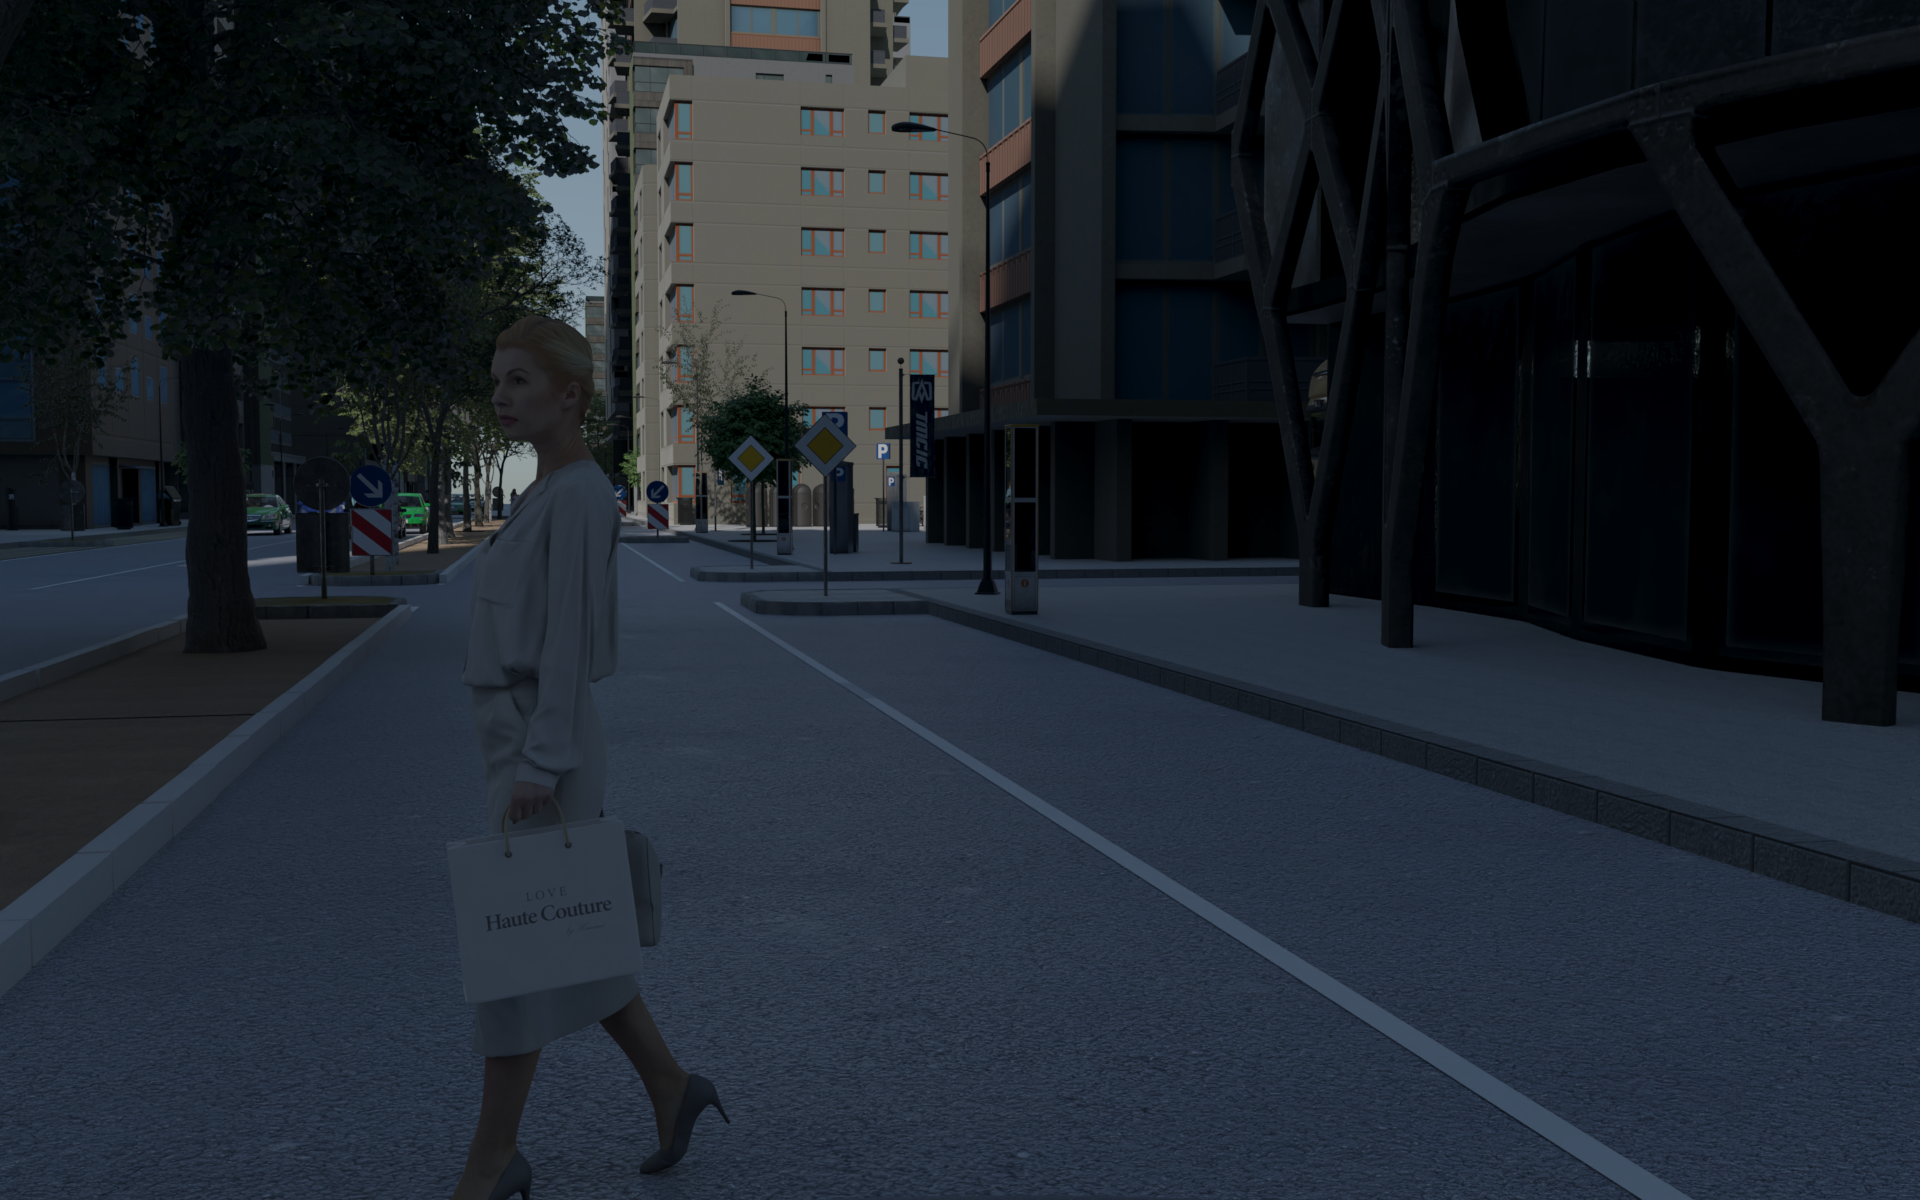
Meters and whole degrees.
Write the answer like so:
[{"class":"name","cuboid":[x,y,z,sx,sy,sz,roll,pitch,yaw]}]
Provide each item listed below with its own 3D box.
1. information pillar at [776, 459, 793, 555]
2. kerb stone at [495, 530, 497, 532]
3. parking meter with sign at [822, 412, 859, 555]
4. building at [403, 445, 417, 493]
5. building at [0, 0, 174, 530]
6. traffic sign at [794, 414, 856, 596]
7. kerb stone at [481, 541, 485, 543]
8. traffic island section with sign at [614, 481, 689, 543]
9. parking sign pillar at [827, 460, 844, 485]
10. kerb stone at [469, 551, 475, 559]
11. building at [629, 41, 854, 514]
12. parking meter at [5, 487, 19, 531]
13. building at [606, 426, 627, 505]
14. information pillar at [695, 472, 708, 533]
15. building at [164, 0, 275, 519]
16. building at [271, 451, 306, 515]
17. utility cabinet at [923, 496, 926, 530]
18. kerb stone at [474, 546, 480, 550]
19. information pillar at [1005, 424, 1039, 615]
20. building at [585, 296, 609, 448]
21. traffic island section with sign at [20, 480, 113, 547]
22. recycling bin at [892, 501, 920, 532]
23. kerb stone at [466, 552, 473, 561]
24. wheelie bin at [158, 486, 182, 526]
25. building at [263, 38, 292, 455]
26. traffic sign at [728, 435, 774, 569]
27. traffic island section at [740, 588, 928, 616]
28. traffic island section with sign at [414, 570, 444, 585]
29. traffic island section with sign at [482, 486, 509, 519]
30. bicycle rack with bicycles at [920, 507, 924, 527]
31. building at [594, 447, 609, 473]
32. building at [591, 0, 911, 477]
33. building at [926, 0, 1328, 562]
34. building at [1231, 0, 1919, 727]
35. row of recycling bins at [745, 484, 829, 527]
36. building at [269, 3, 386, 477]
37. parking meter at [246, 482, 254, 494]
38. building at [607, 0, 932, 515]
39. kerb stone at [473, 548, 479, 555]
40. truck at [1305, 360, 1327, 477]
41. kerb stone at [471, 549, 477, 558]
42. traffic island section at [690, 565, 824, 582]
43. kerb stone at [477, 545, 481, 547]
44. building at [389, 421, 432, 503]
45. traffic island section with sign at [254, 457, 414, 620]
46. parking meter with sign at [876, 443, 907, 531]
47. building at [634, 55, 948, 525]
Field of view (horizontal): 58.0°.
[{"class":"information pillar","cuboid":[-3.697,-1.958,36.503,0.304,2.012,0.304,0,4,3]},{"class":"kerb stone","cuboid":[-16.757,-2.498,63.039,0.120,0.150,1.000,-1,4,-13]},{"class":"parking meter with sign","cuboid":[-2.543,-2.521,37.475,0.543,3.016,1.738,0,4,7]},{"class":"building","cuboid":[-70.284,-33.530,198.330,14.600,45.320,14.200,-1,4,-13]},{"class":"building","cuboid":[-39.675,-25.473,66.598,14.600,45.320,14.200,-1,4,-13]},{"class":"traffic sign","cuboid":[-1.695,-1.109,21.771,0.795,2.450,0.064,-1,4,-13]},{"class":"kerb stone","cuboid":[-12.195,-1.339,44.092,0.120,0.150,1.000,-1,4,-13]},{"class":"traffic island section with sign","cuboid":[-9.136,-2.620,51.458,1.989,1.847,2.006,-1,4,-13]},{"class":"parking sign pillar","cuboid":[-5.087,-5.028,70.673,1.447,3.967,1.447,1,4,8]},{"class":"kerb stone","cuboid":[-10.527,-0.912,37.114,0.120,0.150,1.000,-1,4,-13]},{"class":"building","cuboid":[-14.920,-21.045,115.780,14.160,30.474,14.107,-1,4,-13]},{"class":"parking meter","cuboid":[-33.346,-3.211,60.914,0.372,1.533,0.369,0,3,0]},{"class":"building","cuboid":[-33.491,-46.933,205.607,20.563,71.187,20.611,-1,4,-13]},{"class":"information pillar","cuboid":[-8.509,-3.214,57.041,0.304,2.012,0.304,3,5,41]},{"class":"building","cuboid":[-44.098,-19.413,89.109,14.160,30.474,14.107,-1,4,-13]},{"class":"building","cuboid":[-51.810,-40.777,104.954,20.563,71.187,20.611,-1,4,-13]},{"class":"utility cabinet","cuboid":[-0.804,-3.092,61.716,1.020,1.237,0.306,2,4,34]},{"class":"kerb stone","cuboid":[-11.244,-1.095,40.098,0.120,0.150,1.000,-1,4,-13]},{"class":"information pillar","cuboid":[0.657,-0.855,18.463,0.304,2.012,0.304,-1,4,-12]},{"class":"building","cuboid":[-47.537,-29.445,253.126,14.160,30.474,14.107,-1,4,-13]},{"class":"traffic island section with sign","cuboid":[-24.360,-2.369,47.353,1.989,1.847,2.006,-1,4,-13]},{"class":"recycling bin","cuboid":[-1.841,-2.833,58.867,0.722,1.027,0.722,2,4,29]},{"class":"kerb stone","cuboid":[-10.289,-0.852,36.118,0.120,0.150,1.000,-1,4,-13]},{"class":"wheelie bin","cuboid":[-31.770,-3.772,69.586,0.693,1.594,0.980,0,4,8]},{"class":"building","cuboid":[-62.904,-26.560,126.136,32.217,40.220,23.993,-1,4,-13]},{"class":"traffic sign","cuboid":[-3.560,-1.584,29.536,0.795,2.450,0.064,-1,4,-13]},{"class":"traffic island section","cuboid":[-1.674,0.026,21.853,2.009,0.180,2.903,-1,4,-13]},{"class":"traffic island section with sign","cuboid":[-9.403,-1.207,27.868,2.006,1.907,1.989,-1,4,-13]},{"class":"traffic island section with sign","cuboid":[-26.959,-5.676,100.935,2.006,1.907,1.989,-1,4,-13]},{"class":"bicycle rack with bicycles","cuboid":[-1.558,-3.427,69.418,2.925,0.926,2.852,-3,4,-38]},{"class":"building","cuboid":[-37.741,-56.143,230.609,22.319,86.520,31.000,-1,4,-13]},{"class":"building","cuboid":[-20.002,-35.261,165.762,28.713,52.752,27.495,-1,4,-13]},{"class":"building","cuboid":[12.925,-23.797,43.707,28.867,44.769,22.147,-1,4,-13]},{"class":"building","cuboid":[11.670,-9.017,14.874,16.820,18.784,16.811,-1,4,-13]},{"class":"row of recycling bins","cuboid":[-6.606,-3.705,67.684,3.534,1.692,1.069,-1,4,-20]},{"class":"building","cuboid":[-61.967,-32.166,149.617,21.300,48.544,21.600,-1,4,-13]},{"class":"parking meter","cuboid":[-35.090,-4.886,85.599,0.255,1.863,0.399,0,4,4]},{"class":"building","cuboid":[-16.359,-29.540,137.610,22.147,44.769,28.867,-1,4,-13]},{"class":"kerb stone","cuboid":[-10.998,-1.034,39.106,0.120,0.150,1.000,-1,4,-13]},{"class":"truck","cuboid":[10.691,-2.444,28.879,11.283,4.237,2.839,-1,4,-13]},{"class":"kerb stone","cuboid":[-10.765,-0.973,38.111,0.120,0.150,1.000,-1,4,-13]},{"class":"traffic island section","cuboid":[-3.539,-0.449,29.618,2.009,0.180,2.903,-1,4,-13]},{"class":"kerb stone","cuboid":[-11.485,-1.156,41.092,0.120,0.150,1.000,-1,4,-13]},{"class":"building","cuboid":[-80.825,-34.025,239.907,14.154,41.232,14.086,-1,4,-13]},{"class":"traffic island section with sign","cuboid":[-7.683,-0.766,20.663,2.006,1.907,1.989,-1,4,-13]},{"class":"parking meter with sign","cuboid":[-2.162,-3.903,60.081,0.543,3.016,1.738,2,4,34]},{"class":"building","cuboid":[-1.866,-14.915,88.901,27.650,21.520,28.899,-1,4,-13]}]
